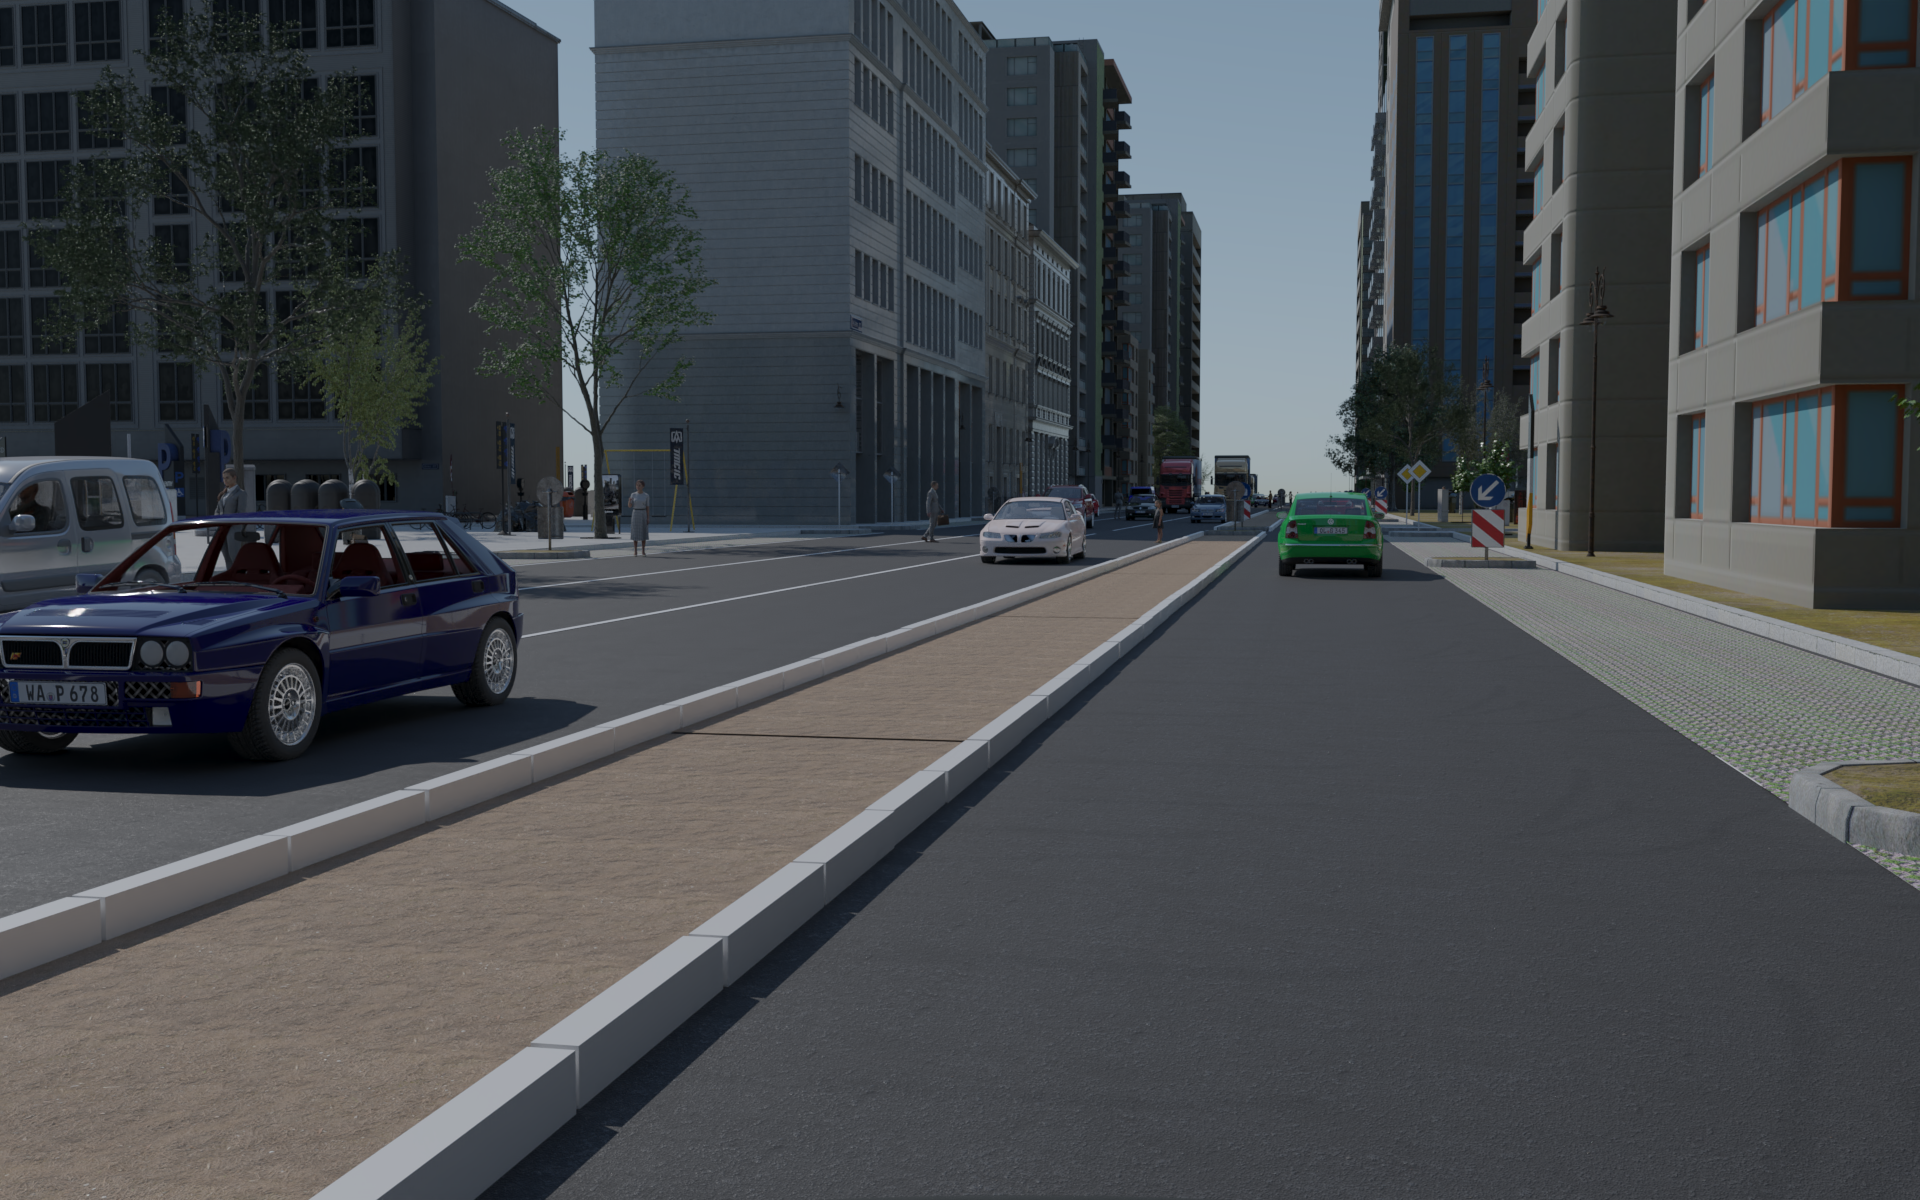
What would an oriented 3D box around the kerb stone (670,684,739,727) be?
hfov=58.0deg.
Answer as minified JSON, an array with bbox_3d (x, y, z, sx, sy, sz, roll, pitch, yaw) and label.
[{"bbox_3d":[-1.646,0.682,11.039,0.120,0.150,1.000,1,4,12],"label":"kerb stone"}]

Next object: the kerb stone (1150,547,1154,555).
[{"bbox_3d":[4.342,-1.099,40.163,0.120,0.150,1.000,1,4,12],"label":"kerb stone"}]

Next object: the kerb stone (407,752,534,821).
[{"bbox_3d":[-2.264,0.867,8.026,0.120,0.150,1.000,1,4,12],"label":"kerb stone"}]

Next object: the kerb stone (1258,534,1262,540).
[{"bbox_3d":[8.874,-1.805,51.773,0.120,0.150,1.000,1,4,12],"label":"kerb stone"}]

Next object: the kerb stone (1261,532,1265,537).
[{"bbox_3d":[9.495,-1.994,54.792,0.120,0.150,1.000,1,4,12],"label":"kerb stone"}]

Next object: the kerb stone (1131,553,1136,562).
[{"bbox_3d":[3.520,-0.849,36.152,0.120,0.150,1.000,1,4,12],"label":"kerb stone"}]

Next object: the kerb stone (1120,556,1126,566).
[{"bbox_3d":[3.112,-0.724,34.133,0.120,0.150,1.000,1,4,12],"label":"kerb stone"}]

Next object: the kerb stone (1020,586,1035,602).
[{"bbox_3d":[0.830,-0.055,23.090,0.120,0.150,1.000,1,4,12],"label":"kerb stone"}]

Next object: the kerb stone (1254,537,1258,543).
[{"bbox_3d":[8.250,-1.625,48.759,0.120,0.150,1.000,1,4,12],"label":"kerb stone"}]

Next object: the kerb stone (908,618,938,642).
[{"bbox_3d":[-0.410,0.314,17.062,0.120,0.150,1.000,1,4,12],"label":"kerb stone"}]

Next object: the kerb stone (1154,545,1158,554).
[{"bbox_3d":[4.550,-1.161,41.171,0.120,0.150,1.000,1,4,12],"label":"kerb stone"}]

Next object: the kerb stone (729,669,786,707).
[{"bbox_3d":[-1.439,0.622,12.044,0.120,0.150,1.000,1,4,12],"label":"kerb stone"}]

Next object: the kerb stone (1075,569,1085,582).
[{"bbox_3d":[1.860,-0.359,28.111,0.120,0.150,1.000,1,4,12],"label":"kerb stone"}]

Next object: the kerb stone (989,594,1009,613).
[{"bbox_3d":[0.423,0.068,21.086,0.120,0.150,1.000,1,4,12],"label":"kerb stone"}]

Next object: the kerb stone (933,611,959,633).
[{"bbox_3d":[-0.201,0.252,18.067,0.120,0.150,1.000,1,4,12],"label":"kerb stone"}]

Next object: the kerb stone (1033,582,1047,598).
[{"bbox_3d":[1.039,-0.116,24.095,0.120,0.150,1.000,1,4,12],"label":"kerb stone"}]

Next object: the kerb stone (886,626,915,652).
[{"bbox_3d":[-0.611,0.381,16.057,0.120,0.150,1.000,1,4,12],"label":"kerb stone"}]

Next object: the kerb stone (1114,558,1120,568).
[{"bbox_3d":[2.897,-0.669,33.133,0.120,0.150,1.000,1,4,12],"label":"kerb stone"}]

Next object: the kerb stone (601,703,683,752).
[{"bbox_3d":[-1.857,0.744,10.032,0.120,0.150,1.000,1,4,12],"label":"kerb stone"}]

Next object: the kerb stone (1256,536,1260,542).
[{"bbox_3d":[8.462,-1.686,49.759,0.120,0.150,1.000,1,4,12],"label":"kerb stone"}]

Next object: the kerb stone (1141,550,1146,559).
[{"bbox_3d":[3.930,-0.976,38.156,0.120,0.150,1.000,1,4,12],"label":"kerb stone"}]

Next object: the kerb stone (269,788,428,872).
[{"bbox_3d":[-2.475,0.932,7.020,0.120,0.150,1.000,1,4,12],"label":"kerb stone"}]

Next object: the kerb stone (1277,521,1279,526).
[{"bbox_3d":[13.526,-3.192,74.402,0.120,0.150,1.000,1,4,12],"label":"kerb stone"}]

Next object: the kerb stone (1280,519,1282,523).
[{"bbox_3d":[14.764,-3.557,80.418,0.120,0.150,1.000,1,4,12],"label":"kerb stone"}]

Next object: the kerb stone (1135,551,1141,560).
[{"bbox_3d":[3.724,-0.915,37.154,0.120,0.150,1.000,1,4,12],"label":"kerb stone"}]

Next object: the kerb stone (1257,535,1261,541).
[{"bbox_3d":[8.663,-1.748,50.773,0.120,0.150,1.000,1,4,12],"label":"kerb stone"}]

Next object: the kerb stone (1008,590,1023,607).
[{"bbox_3d":[0.625,0.007,22.088,0.120,0.150,1.000,1,4,12],"label":"kerb stone"}]

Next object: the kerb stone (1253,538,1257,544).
[{"bbox_3d":[8.050,-1.563,47.757,0.120,0.150,1.000,1,4,12],"label":"kerb stone"}]

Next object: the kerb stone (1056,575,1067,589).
[{"bbox_3d":[1.449,-0.239,26.098,0.120,0.150,1.000,1,4,12],"label":"kerb stone"}]

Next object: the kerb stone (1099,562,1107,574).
[{"bbox_3d":[2.481,-0.546,31.131,0.120,0.150,1.000,1,4,12],"label":"kerb stone"}]

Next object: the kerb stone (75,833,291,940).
[{"bbox_3d":[-2.678,0.990,6.016,0.120,0.150,1.000,1,4,12],"label":"kerb stone"}]

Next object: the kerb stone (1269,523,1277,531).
[{"bbox_3d":[12.901,-3.009,71.391,0.120,0.150,1.000,1,4,12],"label":"kerb stone"}]

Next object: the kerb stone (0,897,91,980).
[{"bbox_3d":[-2.883,1.051,5.014,0.120,0.150,1.000,1,4,12],"label":"kerb stone"}]

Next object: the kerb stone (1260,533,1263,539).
[{"bbox_3d":[9.076,-1.865,52.783,0.120,0.150,1.000,1,4,12],"label":"kerb stone"}]

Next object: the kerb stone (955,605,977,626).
[{"bbox_3d":[0.005,0.191,19.071,0.120,0.150,1.000,1,4,12],"label":"kerb stone"}]

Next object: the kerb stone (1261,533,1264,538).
[{"bbox_3d":[9.293,-1.928,53.791,0.120,0.150,1.000,1,4,12],"label":"kerb stone"}]

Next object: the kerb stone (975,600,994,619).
[{"bbox_3d":[0.218,0.131,20.082,0.120,0.150,1.000,1,4,12],"label":"kerb stone"}]

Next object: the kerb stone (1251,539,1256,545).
[{"bbox_3d":[7.831,-1.502,46.748,0.120,0.150,1.000,1,4,12],"label":"kerb stone"}]

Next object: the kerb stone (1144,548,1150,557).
[{"bbox_3d":[4.134,-1.033,39.158,0.120,0.150,1.000,1,4,12],"label":"kerb stone"}]

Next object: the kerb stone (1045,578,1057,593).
[{"bbox_3d":[1.239,-0.178,25.098,0.120,0.150,1.000,1,4,12],"label":"kerb stone"}]

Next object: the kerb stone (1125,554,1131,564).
[{"bbox_3d":[3.314,-0.792,35.147,0.120,0.150,1.000,1,4,12],"label":"kerb stone"}]

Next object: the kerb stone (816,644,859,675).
[{"bbox_3d":[-1.025,0.498,14.053,0.120,0.150,1.000,1,4,12],"label":"kerb stone"}]

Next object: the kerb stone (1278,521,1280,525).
[{"bbox_3d":[13.734,-3.254,75.403,0.120,0.150,1.000,1,4,12],"label":"kerb stone"}]

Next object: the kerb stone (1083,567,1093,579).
[{"bbox_3d":[2.073,-0.423,29.119,0.120,0.150,1.000,1,4,12],"label":"kerb stone"}]

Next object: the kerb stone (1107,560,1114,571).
[{"bbox_3d":[2.695,-0.608,32.130,0.120,0.150,1.000,1,4,12],"label":"kerb stone"}]

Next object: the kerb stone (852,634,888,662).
[{"bbox_3d":[-0.823,0.437,15.056,0.120,0.150,1.000,1,4,12],"label":"kerb stone"}]

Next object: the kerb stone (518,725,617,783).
[{"bbox_3d":[-2.057,0.805,9.028,0.120,0.150,1.000,1,4,12],"label":"kerb stone"}]

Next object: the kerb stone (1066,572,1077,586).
[{"bbox_3d":[1.656,-0.297,27.104,0.120,0.150,1.000,1,4,12],"label":"kerb stone"}]

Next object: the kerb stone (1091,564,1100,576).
[{"bbox_3d":[2.271,-0.485,30.122,0.120,0.150,1.000,1,4,12],"label":"kerb stone"}]

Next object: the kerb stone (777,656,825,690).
[{"bbox_3d":[-1.233,0.563,13.046,0.120,0.150,1.000,1,4,12],"label":"kerb stone"}]
